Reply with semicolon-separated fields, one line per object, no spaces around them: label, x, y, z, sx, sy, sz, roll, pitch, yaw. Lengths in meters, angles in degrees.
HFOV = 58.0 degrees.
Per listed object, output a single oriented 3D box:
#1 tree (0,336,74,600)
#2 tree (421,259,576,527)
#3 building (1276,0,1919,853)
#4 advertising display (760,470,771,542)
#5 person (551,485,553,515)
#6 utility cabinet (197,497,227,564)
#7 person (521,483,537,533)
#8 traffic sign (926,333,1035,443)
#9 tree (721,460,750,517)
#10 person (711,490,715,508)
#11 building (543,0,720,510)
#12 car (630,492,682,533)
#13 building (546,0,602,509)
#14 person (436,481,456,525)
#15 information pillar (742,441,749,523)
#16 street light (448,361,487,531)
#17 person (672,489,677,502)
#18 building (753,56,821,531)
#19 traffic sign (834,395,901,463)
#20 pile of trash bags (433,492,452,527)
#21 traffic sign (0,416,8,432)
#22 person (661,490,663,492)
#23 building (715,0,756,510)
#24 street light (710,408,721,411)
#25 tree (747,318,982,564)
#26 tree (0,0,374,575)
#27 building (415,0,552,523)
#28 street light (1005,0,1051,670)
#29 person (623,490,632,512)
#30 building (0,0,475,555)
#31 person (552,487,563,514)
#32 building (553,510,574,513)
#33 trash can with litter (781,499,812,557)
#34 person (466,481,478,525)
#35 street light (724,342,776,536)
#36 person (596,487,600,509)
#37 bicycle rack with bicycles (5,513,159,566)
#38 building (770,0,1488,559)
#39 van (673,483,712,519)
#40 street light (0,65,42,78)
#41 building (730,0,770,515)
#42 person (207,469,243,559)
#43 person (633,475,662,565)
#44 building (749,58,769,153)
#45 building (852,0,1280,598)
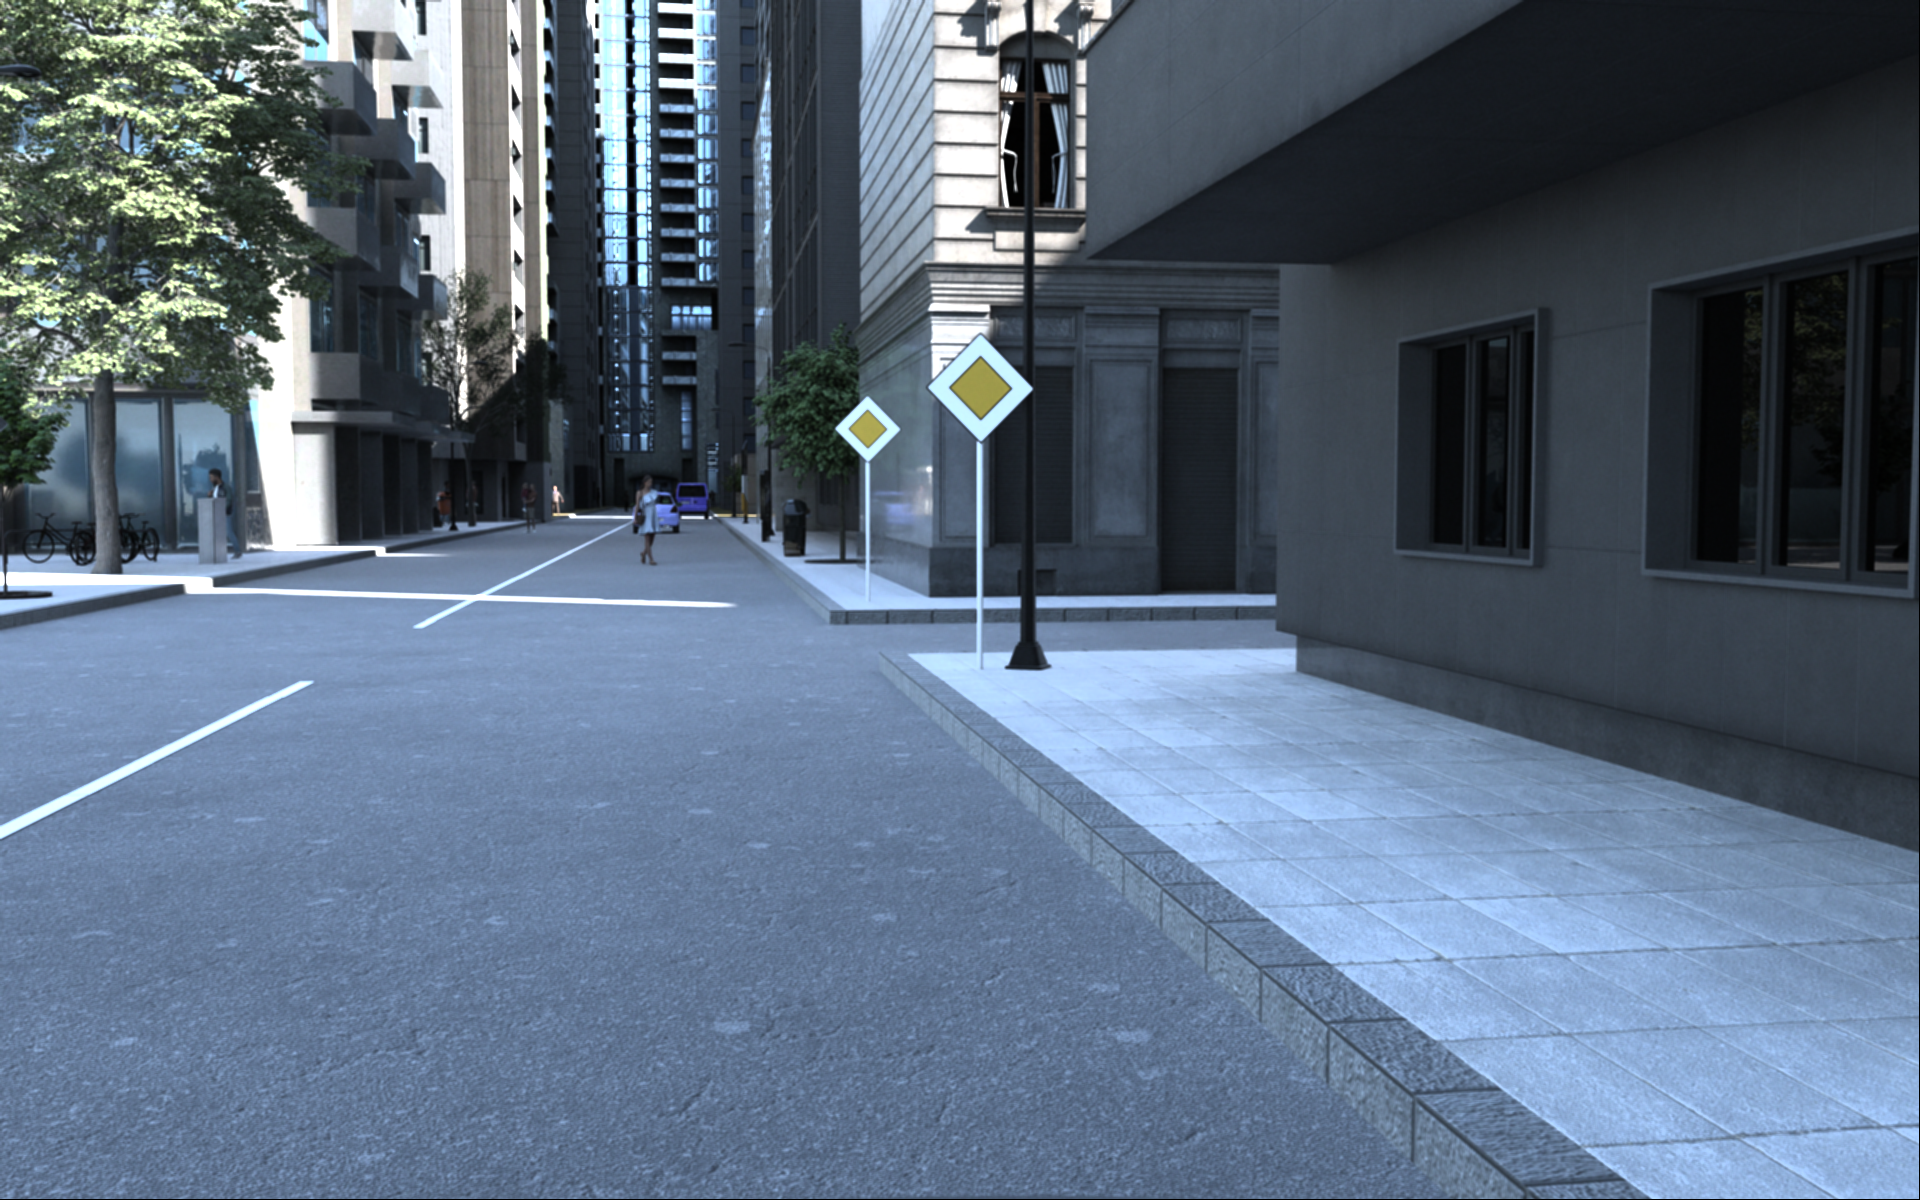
tree;-11.735;-1.637;21.365;1.663;3.219;1.824;0;3;0
tree;-19.232;-8.186;68.252;8.767;10.594;7.601;0;4;-4
building;9.529;-12.678;0.793;14.314;27.812;24.014;-1;4;-9
advertising display;-5.244;-2.538;46.709;0.123;1.923;0.974;0;4;4
person;-24.735;-6.024;104.513;0.705;1.826;1.348;0;4;-4
utility cabinet;-13.859;-1.281;32.100;0.306;1.237;1.020;-1;4;-11
person;-15.883;-3.385;63.817;0.580;1.828;0.573;-2;4;-26
traffic sign;0.169;-0.636;12.595;0.795;2.593;0.064;-1;4;-9
tree;-12.668;-6.390;99.084;1.663;3.219;1.824;0;3;0
person;-22.557;-9.211;158.117;0.415;1.643;0.593;1;4;20
building;-36.930;-53.298;184.093;31.000;86.520;22.319;-1;4;-9
car;-11.302;-3.351;64.380;1.945;1.707;3.694;-1;4;-10
building;-43.570;-43.849;155.189;20.611;71.187;20.563;-1;4;-9
person;-20.946;-3.953;70.653;0.713;1.824;0.794;1;4;10
information pillar;-9.411;-5.160;75.715;0.183;3.616;0.504;1;4;14
street light;-17.222;-5.388;60.634;1.470;5.913;1.316;-1;4;-9
person;-19.370;-6.699;118.160;1.348;1.807;0.705;-2;4;-31
building;-2.495;-13.033;67.841;10.420;20.320;16.860;-1;4;-9
traffic sign;-1.068;-1.119;20.485;0.795;2.593;0.064;-1;4;-9
pile of trash bags;-20.810;-3.492;66.839;1.912;1.369;3.447;1;4;21
traffic sign;-10.846;-1.027;18.978;0.795;2.593;0.064;-1;4;-9
person;-28.542;-9.622;165.785;1.348;1.831;0.705;-1;4;-9
building;-11.382;-37.592;156.629;21.231;58.520;28.212;-1;4;-9
street light;-12.834;-7.433;94.069;1.470;5.913;1.316;-1;4;-9
tree;-2.261;-2.986;32.538;4.285;4.588;4.351;0;3;0
tree;-13.280;-6.694;27.578;7.486;12.596;7.792;0;3;0
building;-27.134;-18.944;81.435;14.160;30.474;14.107;-1;4;-9
street light;-0.033;-2.445;12.520;1.470;5.913;1.316;-1;4;-9
person;-27.124;-8.073;141.208;1.217;1.735;0.721;3;5;44
building;-26.788;-26.138;46.972;23.786;49.044;30.456;-1;4;-9
person;-25.423;-6.254;108.846;0.990;1.755;0.434;-1;4;-16
building;-40.285;-49.897;128.480;22.319;86.520;31.000;-1;4;-9
trash can with litter;-3.390;-1.499;35.898;0.624;1.170;1.055;0;4;-5
person;-19.975;-3.971;70.949;0.580;1.828;0.573;3;4;36
street light;-6.407;-4.938;53.271;1.470;5.913;1.316;-1;4;-9
person;-31.870;-8.975;152.409;0.705;1.869;1.348;-1;4;-8
bicycle rack with bicycles;-16.231;-1.166;32.445;2.852;0.926;2.925;1;4;22
building;2.323;-15.548;47.718;14.314;27.812;24.014;-1;4;-9
van;-15.469;-5.855;100.117;2.240;2.365;5.245;-1;4;-8
street light;-10.647;-2.831;18.832;1.470;5.913;1.316;-1;4;-9
building;-7.105;-42.393;131.373;20.563;71.187;20.611;-1;4;-9
person;-14.510;-1.691;34.032;0.623;1.781;0.721;1;4;20
person;-6.390;-1.628;35.206;0.616;1.811;0.778;-2;4;-34
building;-4.489;-15.727;86.023;11.050;23.489;19.941;-1;4;-9
building;7.705;-10.867;26.819;18.267;20.994;9.793;-1;4;-9
